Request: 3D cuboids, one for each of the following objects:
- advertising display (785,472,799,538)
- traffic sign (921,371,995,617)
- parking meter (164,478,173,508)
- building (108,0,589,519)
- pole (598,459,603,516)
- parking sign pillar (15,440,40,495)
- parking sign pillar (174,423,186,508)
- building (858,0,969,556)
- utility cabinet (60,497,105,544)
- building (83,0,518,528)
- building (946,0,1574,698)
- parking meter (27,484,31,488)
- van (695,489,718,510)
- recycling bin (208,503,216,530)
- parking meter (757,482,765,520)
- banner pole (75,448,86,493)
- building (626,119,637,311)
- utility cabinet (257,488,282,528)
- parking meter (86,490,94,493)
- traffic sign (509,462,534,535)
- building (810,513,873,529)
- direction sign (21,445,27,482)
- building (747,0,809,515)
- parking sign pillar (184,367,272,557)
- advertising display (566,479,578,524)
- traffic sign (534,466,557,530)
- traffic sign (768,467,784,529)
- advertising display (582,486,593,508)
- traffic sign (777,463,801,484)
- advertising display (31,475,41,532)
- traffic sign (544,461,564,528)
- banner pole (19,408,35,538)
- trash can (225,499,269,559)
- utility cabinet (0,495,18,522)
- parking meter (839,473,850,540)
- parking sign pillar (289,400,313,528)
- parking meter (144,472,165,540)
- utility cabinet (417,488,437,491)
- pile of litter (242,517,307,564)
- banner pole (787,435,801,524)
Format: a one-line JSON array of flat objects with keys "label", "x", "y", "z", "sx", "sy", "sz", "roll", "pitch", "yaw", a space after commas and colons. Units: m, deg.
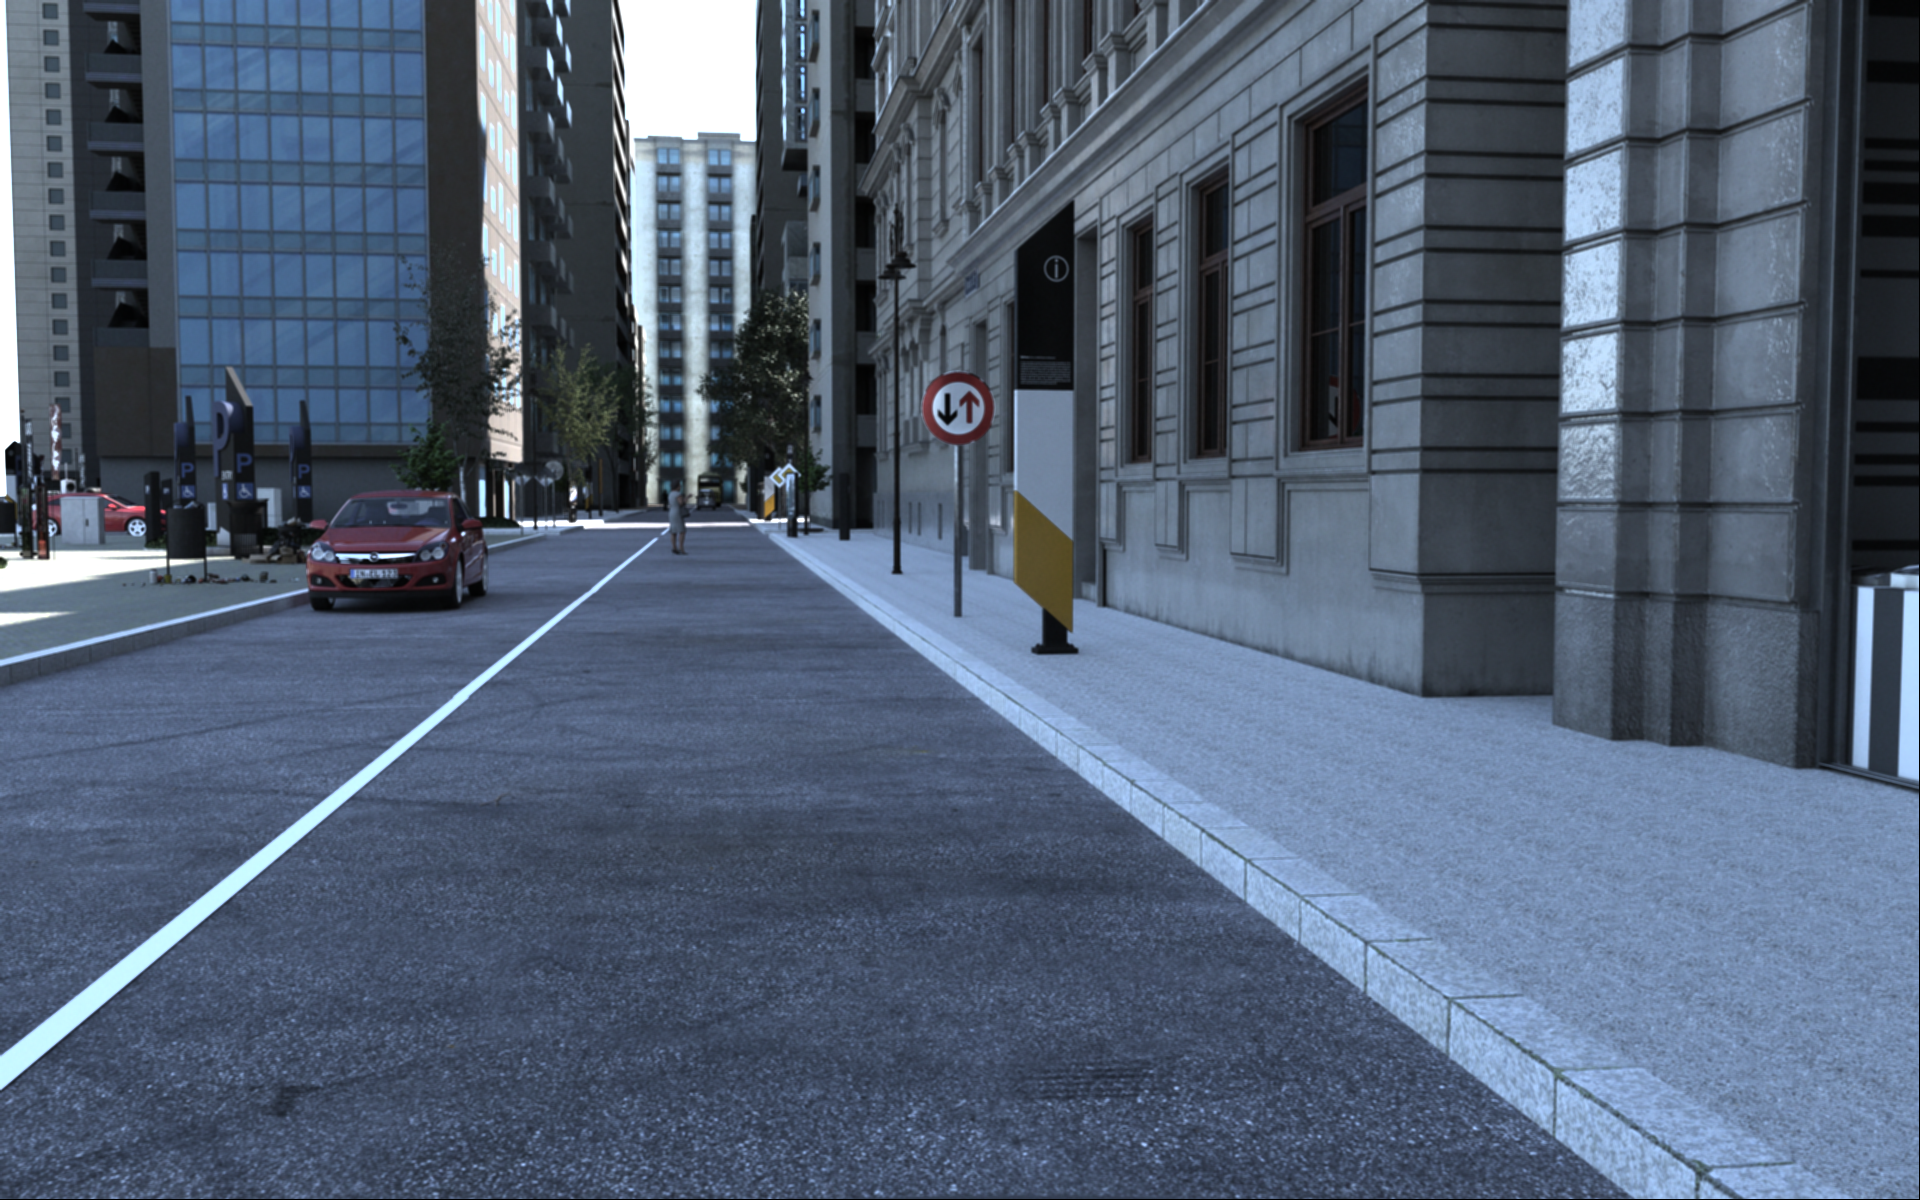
[{"label": "advertising display", "x": -4.979, "y": -2.824, "z": 51.378, "sx": 0.123, "sy": 1.923, "sz": 0.974, "roll": -1, "pitch": 4, "yaw": -22}, {"label": "traffic sign", "x": -0.020, "y": -1.097, "z": 18.041, "sx": 0.768, "sy": 2.556, "sz": 0.104, "roll": 0, "pitch": 4, "yaw": -5}, {"label": "parking meter", "x": -29.478, "y": -3.587, "z": 64.350, "sx": 0.399, "sy": 1.863, "sz": 0.255, "roll": -1, "pitch": 4, "yaw": -18}, {"label": "building", "x": -34.523, "y": -29.409, "z": 100.443, "sx": 23.786, "sy": 49.044, "sz": 30.456, "roll": -1, "pitch": 4, "yaw": -8}, {"label": "pole", "x": -20.693, "y": -6.474, "z": 99.692, "sx": 0.158, "sy": 3.312, "sz": 0.155, "roll": 0, "pitch": 3, "yaw": 0}, {"label": "parking sign pillar", "x": -46.780, "y": -6.014, "z": 86.794, "sx": 1.447, "sy": 3.967, "sz": 1.447, "roll": 0, "pitch": 4, "yaw": 7}, {"label": "parking sign pillar", "x": -20.988, "y": -3.578, "z": 46.971, "sx": 1.447, "sy": 3.967, "sz": 1.447, "roll": -2, "pitch": 4, "yaw": -27}, {"label": "building", "x": 5.019, "y": -15.644, "z": 43.174, "sx": 14.401, "sy": 28.519, "sz": 23.554, "roll": -1, "pitch": 4, "yaw": -8}, {"label": "utility cabinet", "x": -22.572, "y": -2.043, "z": 44.557, "sx": 1.020, "sy": 1.237, "sz": 0.306, "roll": 0, "pitch": 4, "yaw": 3}, {"label": "building", "x": -26.098, "y": -25.753, "z": 71.181, "sx": 14.600, "sy": 45.320, "sz": 14.200, "roll": -1, "pitch": 4, "yaw": -8}, {"label": "building", "x": 6.432, "y": -11.278, "z": 20.549, "sx": 11.583, "sy": 22.565, "sz": 21.152, "roll": -1, "pitch": 4, "yaw": -8}, {"label": "parking meter", "x": -35.817, "y": -3.744, "z": 66.927, "sx": 0.399, "sy": 1.863, "sz": 0.255, "roll": 0, "pitch": 4, "yaw": -7}, {"label": "van", "x": -22.757, "y": -9.072, "z": 155.337, "sx": 2.013, "sy": 2.044, "sz": 4.112, "roll": 0, "pitch": 4, "yaw": -7}, {"label": "recycling bin", "x": -21.486, "y": -2.315, "z": 50.408, "sx": 0.722, "sy": 1.027, "sz": 0.722, "roll": -2, "pitch": 4, "yaw": -23}, {"label": "parking meter", "x": -9.861, "y": -4.902, "z": 85.860, "sx": 0.255, "sy": 1.863, "sz": 0.399, "roll": 2, "pitch": 4, "yaw": 34}, {"label": "banner pole", "x": -47.862, "y": -6.374, "z": 94.230, "sx": 0.863, "sy": 3.779, "sz": 0.401, "roll": 1, "pitch": 4, "yaw": 22}, {"label": "building", "x": -45.212, "y": -33.751, "z": 201.934, "sx": 14.200, "sy": 45.320, "sz": 14.600, "roll": -1, "pitch": 4, "yaw": -8}, {"label": "utility cabinet", "x": -25.686, "y": -3.412, "z": 64.459, "sx": 1.173, "sy": 1.500, "sz": 0.318, "roll": 3, "pitch": 4, "yaw": 38}, {"label": "parking meter", "x": -48.869, "y": -5.439, "z": 97.346, "sx": 0.372, "sy": 1.533, "sz": 0.369, "roll": 0, "pitch": 3, "yaw": 0}, {"label": "traffic sign", "x": -13.643, "y": -3.074, "z": 53.903, "sx": 0.795, "sy": 2.450, "sz": 0.064, "roll": -1, "pitch": 4, "yaw": -8}, {"label": "building", "x": 4.257, "y": -27.508, "z": 73.452, "sx": 21.600, "sy": 48.544, "sz": 21.300, "roll": -1, "pitch": 4, "yaw": -8}, {"label": "direction sign", "x": -43.358, "y": -5.414, "z": 80.515, "sx": 0.379, "sy": 3.537, "sz": 0.876, "roll": 0, "pitch": 3, "yaw": 0}, {"label": "building", "x": -3.386, "y": -49.309, "z": 118.879, "sx": 22.319, "sy": 86.520, "sz": 31.000, "roll": -1, "pitch": 4, "yaw": -8}, {"label": "parking sign pillar", "x": -15.156, "y": -2.917, "z": 36.168, "sx": 1.447, "sy": 3.967, "sz": 1.447, "roll": -3, "pitch": 5, "yaw": -40}, {"label": "advertising display", "x": -16.967, "y": -4.315, "z": 75.770, "sx": 0.123, "sy": 1.923, "sz": 0.974, "roll": 1, "pitch": 4, "yaw": 8}, {"label": "traffic sign", "x": -14.777, "y": -3.558, "z": 61.808, "sx": 0.795, "sy": 2.450, "sz": 0.064, "roll": -1, "pitch": 4, "yaw": -8}, {"label": "traffic sign", "x": -6.564, "y": -3.628, "z": 62.961, "sx": 0.795, "sy": 2.450, "sz": 0.064, "roll": -1, "pitch": 4, "yaw": -8}, {"label": "advertising display", "x": -28.657, "y": -7.837, "z": 133.341, "sx": 0.974, "sy": 1.923, "sz": 0.123, "roll": 2, "pitch": 4, "yaw": 32}, {"label": "traffic sign", "x": -5.430, "y": -3.145, "z": 55.057, "sx": 0.795, "sy": 2.450, "sz": 0.064, "roll": -1, "pitch": 4, "yaw": -8}, {"label": "advertising display", "x": -31.540, "y": -3.299, "z": 59.150, "sx": 0.123, "sy": 1.923, "sz": 0.974, "roll": -3, "pitch": 4, "yaw": -38}, {"label": "traffic sign", "x": -15.492, "y": -4.034, "z": 66.060, "sx": 0.768, "sy": 2.556, "sz": 0.104, "roll": 0, "pitch": 4, "yaw": -5}, {"label": "banner pole", "x": -27.216, "y": -3.703, "z": 50.557, "sx": 0.863, "sy": 3.779, "sz": 0.401, "roll": 3, "pitch": 4, "yaw": 39}, {"label": "trash can", "x": -14.079, "y": -1.377, "z": 34.164, "sx": 0.748, "sy": 1.137, "sz": 0.748, "roll": 0, "pitch": 3, "yaw": 0}, {"label": "utility cabinet", "x": -43.179, "y": -4.131, "z": 78.703, "sx": 0.306, "sy": 1.237, "sz": 1.020, "roll": 1, "pitch": 4, "yaw": 23}, {"label": "parking meter", "x": -3.213, "y": -2.598, "z": 48.194, "sx": 0.255, "sy": 1.863, "sz": 0.399, "roll": 0, "pitch": 4, "yaw": 4}, {"label": "parking sign pillar", "x": -18.739, "y": -3.719, "z": 49.276, "sx": 1.447, "sy": 3.967, "sz": 1.447, "roll": -2, "pitch": 4, "yaw": -26}, {"label": "parking meter", "x": -20.990, "y": -2.405, "z": 45.025, "sx": 0.399, "sy": 1.863, "sz": 0.255, "roll": 3, "pitch": 5, "yaw": 39}, {"label": "utility cabinet", "x": -19.067, "y": -3.275, "z": 62.218, "sx": 1.173, "sy": 1.500, "sz": 0.318, "roll": 2, "pitch": 4, "yaw": 33}, {"label": "pile of litter", "x": -12.615, "y": -1.111, "z": 32.135, "sx": 1.176, "sy": 0.858, "sz": 1.719, "roll": -3, "pitch": 5, "yaw": -42}, {"label": "banner pole", "x": -7.170, "y": -5.143, "z": 74.097, "sx": 0.401, "sy": 3.779, "sz": 0.863, "roll": -3, "pitch": 5, "yaw": -41}]
